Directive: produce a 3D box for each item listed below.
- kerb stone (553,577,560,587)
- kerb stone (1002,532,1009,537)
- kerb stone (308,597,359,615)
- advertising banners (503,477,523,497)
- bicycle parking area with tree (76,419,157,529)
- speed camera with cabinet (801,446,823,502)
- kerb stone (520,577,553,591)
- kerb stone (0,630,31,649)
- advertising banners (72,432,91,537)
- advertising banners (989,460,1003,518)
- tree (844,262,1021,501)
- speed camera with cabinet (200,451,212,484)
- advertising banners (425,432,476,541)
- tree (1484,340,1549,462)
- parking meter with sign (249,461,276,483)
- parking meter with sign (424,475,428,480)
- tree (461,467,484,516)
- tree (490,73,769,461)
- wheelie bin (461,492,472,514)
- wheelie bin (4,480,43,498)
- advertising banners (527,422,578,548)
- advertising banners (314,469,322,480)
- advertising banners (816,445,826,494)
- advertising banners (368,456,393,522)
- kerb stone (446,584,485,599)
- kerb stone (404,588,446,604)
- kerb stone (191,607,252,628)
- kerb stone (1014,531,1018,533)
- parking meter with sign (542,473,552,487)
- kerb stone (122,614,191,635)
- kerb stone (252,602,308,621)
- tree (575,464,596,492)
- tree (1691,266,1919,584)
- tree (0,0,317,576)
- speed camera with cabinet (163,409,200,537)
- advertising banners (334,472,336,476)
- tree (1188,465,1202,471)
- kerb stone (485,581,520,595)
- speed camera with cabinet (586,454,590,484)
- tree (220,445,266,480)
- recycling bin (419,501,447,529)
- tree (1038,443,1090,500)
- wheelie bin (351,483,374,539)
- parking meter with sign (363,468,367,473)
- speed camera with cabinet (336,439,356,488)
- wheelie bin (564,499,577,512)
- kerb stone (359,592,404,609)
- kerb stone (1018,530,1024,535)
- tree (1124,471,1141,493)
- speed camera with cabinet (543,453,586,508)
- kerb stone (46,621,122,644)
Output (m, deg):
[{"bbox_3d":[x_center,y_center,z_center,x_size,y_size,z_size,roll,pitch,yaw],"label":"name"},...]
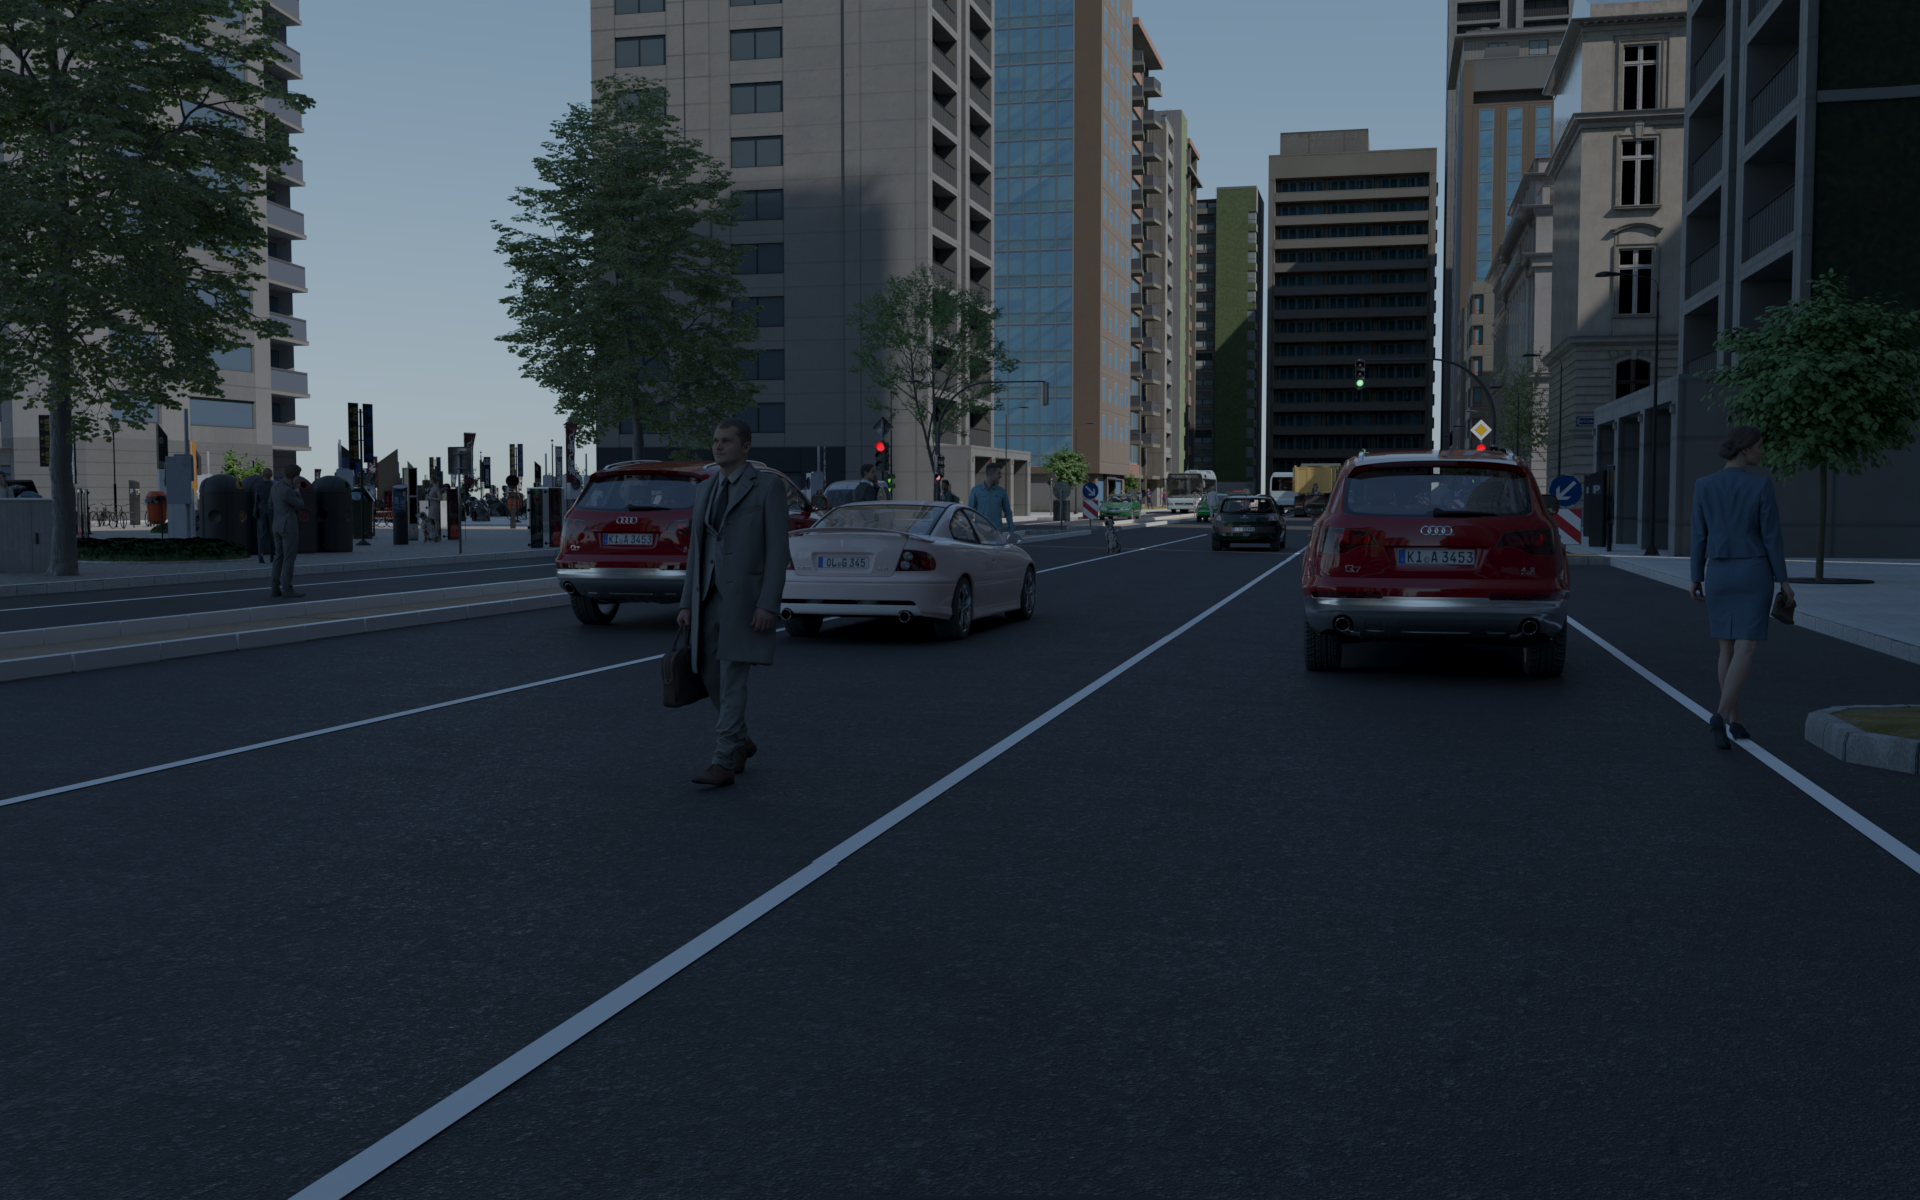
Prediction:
[{"bbox_3d":[-6.159,-0.285,26.854,0.120,0.150,1.000,1,4,14],"label":"kerb stone"},{"bbox_3d":[1.467,-2.167,57.705,0.120,0.150,1.000,1,4,14],"label":"kerb stone"},{"bbox_3d":[-7.628,0.080,20.888,0.120,0.150,1.000,1,4,14],"label":"kerb stone"},{"bbox_3d":[-38.681,-9.396,149.815,2.074,3.025,0.090,1,4,19],"label":"advertising banners"},{"bbox_3d":[-34.846,-4.798,65.445,8.231,4.147,9.016,0,4,-1],"label":"bicycle parking area with tree"},{"bbox_3d":[-6.273,-4.777,72.432,0.660,3.252,2.038,-1,4,-21],"label":"speed camera with cabinet"},{"bbox_3d":[-6.400,-0.222,25.858,0.120,0.150,1.000,1,4,14],"label":"kerb stone"},{"bbox_3d":[-8.857,0.383,15.926,0.120,0.150,1.000,1,4,14],"label":"kerb stone"},{"bbox_3d":[-24.231,-3.147,47.647,0.090,3.025,2.074,-3,4,-38],"label":"advertising banners"},{"bbox_3d":[1.831,-5.693,89.266,0.090,3.025,2.074,1,4,21],"label":"advertising banners"},{"bbox_3d":[-1.249,-9.373,79.002,9.928,11.665,9.643,0,3,0],"label":"tree"},{"bbox_3d":[-35.270,-5.303,81.039,0.660,3.252,2.038,-1,4,-17],"label":"speed camera with cabinet"},{"bbox_3d":[-14.219,-3.199,48.496,0.090,3.025,2.074,2,4,25],"label":"advertising banners"},{"bbox_3d":[27.319,-8.170,83.943,4.737,8.622,4.395,0,3,0],"label":"tree"},{"bbox_3d":[-36.281,-5.786,90.861,1.738,3.016,0.543,-3,5,-42],"label":"parking meter with sign"},{"bbox_3d":[-47.425,-9.801,156.511,1.738,3.016,0.543,0,4,4],"label":"parking meter with sign"},{"bbox_3d":[-29.375,-6.641,103.190,1.663,3.219,1.824,0,3,0],"label":"tree"},{"bbox_3d":[-9.315,-7.926,47.714,7.486,12.596,7.792,0,3,0],"label":"tree"},{"bbox_3d":[-31.563,-6.257,110.207,0.980,1.594,0.693,0,4,2],"label":"wheelie bin"},{"bbox_3d":[-20.557,-1.835,37.916,0.980,1.594,0.693,0,4,3],"label":"wheelie bin"},{"bbox_3d":[-9.804,-2.792,41.836,0.090,3.025,2.074,1,4,22],"label":"advertising banners"},{"bbox_3d":[-44.733,-7.495,118.723,2.074,3.025,0.090,-3,5,-43],"label":"advertising banners"},{"bbox_3d":[-4.887,-3.974,61.162,0.090,3.025,2.074,0,4,4],"label":"advertising banners"},{"bbox_3d":[-26.426,-5.141,80.240,2.074,3.025,0.090,-2,4,-29],"label":"advertising banners"},{"bbox_3d":[-6.892,-0.102,23.866,0.120,0.150,1.000,1,4,14],"label":"kerb stone"},{"bbox_3d":[-7.139,-0.041,22.874,0.120,0.150,1.000,1,4,14],"label":"kerb stone"},{"bbox_3d":[-8.124,0.204,18.906,0.120,0.150,1.000,1,4,14],"label":"kerb stone"},{"bbox_3d":[1.714,-2.229,58.699,0.120,0.150,1.000,1,4,14],"label":"kerb stone"},{"bbox_3d":[-34.609,-9.015,143.662,1.738,3.016,0.543,1,4,22],"label":"parking meter with sign"},{"bbox_3d":[-8.369,0.265,17.913,0.120,0.150,1.000,1,4,14],"label":"kerb stone"},{"bbox_3d":[-7.878,0.141,19.897,0.120,0.150,1.000,1,4,14],"label":"kerb stone"},{"bbox_3d":[-24.389,-7.054,109.941,1.663,3.219,1.824,0,3,0],"label":"tree"},{"bbox_3d":[12.470,-2.537,25.188,4.285,4.588,4.351,0,3,0],"label":"tree"},{"bbox_3d":[-14.224,-6.679,27.332,7.486,12.596,7.792,0,3,0],"label":"tree"},{"bbox_3d":[-18.346,-2.837,40.722,0.660,3.252,2.038,-1,4,-23],"label":"speed camera with cabinet"},{"bbox_3d":[-49.985,-8.649,137.606,0.090,3.025,2.074,1,4,15],"label":"advertising banners"},{"bbox_3d":[26.331,-12.853,193.856,4.285,4.588,4.351,0,3,0],"label":"tree"},{"bbox_3d":[-6.648,-0.163,24.867,0.120,0.150,1.000,1,4,14],"label":"kerb stone"},{"bbox_3d":[-17.822,-5.489,84.085,0.660,3.252,2.038,-1,4,-22],"label":"speed camera with cabinet"},{"bbox_3d":[-28.460,-4.471,67.704,1.663,3.219,1.824,0,3,0],"label":"tree"},{"bbox_3d":[-19.659,-3.186,64.648,0.722,1.027,0.722,2,4,29],"label":"recycling bin"},{"bbox_3d":[6.596,-7.712,109.800,4.285,4.588,4.351,0,3,0],"label":"tree"},{"bbox_3d":[-17.161,-2.555,49.682,0.693,1.594,0.980,-1,4,-17],"label":"wheelie bin"},{"bbox_3d":[-40.197,-7.288,115.426,0.543,3.016,1.738,1,4,18],"label":"parking meter with sign"},{"bbox_3d":[-22.024,-4.144,62.088,0.660,3.252,2.038,-1,4,-18],"label":"speed camera with cabinet"},{"bbox_3d":[-21.484,-5.392,96.067,0.980,1.594,0.693,-1,4,-18],"label":"wheelie bin"},{"bbox_3d":[-7.390,0.019,21.883,0.120,0.150,1.000,1,4,14],"label":"kerb stone"},{"bbox_3d":[1.961,-2.294,59.698,0.120,0.150,1.000,1,4,14],"label":"kerb stone"},{"bbox_3d":[14.185,-9.086,143.164,1.663,3.219,1.824,0,3,0],"label":"tree"},{"bbox_3d":[-17.724,-5.041,76.755,0.660,3.252,2.038,2,4,35],"label":"speed camera with cabinet"},{"bbox_3d":[-8.615,0.323,16.919,0.120,0.150,1.000,1,4,14],"label":"kerb stone"}]
